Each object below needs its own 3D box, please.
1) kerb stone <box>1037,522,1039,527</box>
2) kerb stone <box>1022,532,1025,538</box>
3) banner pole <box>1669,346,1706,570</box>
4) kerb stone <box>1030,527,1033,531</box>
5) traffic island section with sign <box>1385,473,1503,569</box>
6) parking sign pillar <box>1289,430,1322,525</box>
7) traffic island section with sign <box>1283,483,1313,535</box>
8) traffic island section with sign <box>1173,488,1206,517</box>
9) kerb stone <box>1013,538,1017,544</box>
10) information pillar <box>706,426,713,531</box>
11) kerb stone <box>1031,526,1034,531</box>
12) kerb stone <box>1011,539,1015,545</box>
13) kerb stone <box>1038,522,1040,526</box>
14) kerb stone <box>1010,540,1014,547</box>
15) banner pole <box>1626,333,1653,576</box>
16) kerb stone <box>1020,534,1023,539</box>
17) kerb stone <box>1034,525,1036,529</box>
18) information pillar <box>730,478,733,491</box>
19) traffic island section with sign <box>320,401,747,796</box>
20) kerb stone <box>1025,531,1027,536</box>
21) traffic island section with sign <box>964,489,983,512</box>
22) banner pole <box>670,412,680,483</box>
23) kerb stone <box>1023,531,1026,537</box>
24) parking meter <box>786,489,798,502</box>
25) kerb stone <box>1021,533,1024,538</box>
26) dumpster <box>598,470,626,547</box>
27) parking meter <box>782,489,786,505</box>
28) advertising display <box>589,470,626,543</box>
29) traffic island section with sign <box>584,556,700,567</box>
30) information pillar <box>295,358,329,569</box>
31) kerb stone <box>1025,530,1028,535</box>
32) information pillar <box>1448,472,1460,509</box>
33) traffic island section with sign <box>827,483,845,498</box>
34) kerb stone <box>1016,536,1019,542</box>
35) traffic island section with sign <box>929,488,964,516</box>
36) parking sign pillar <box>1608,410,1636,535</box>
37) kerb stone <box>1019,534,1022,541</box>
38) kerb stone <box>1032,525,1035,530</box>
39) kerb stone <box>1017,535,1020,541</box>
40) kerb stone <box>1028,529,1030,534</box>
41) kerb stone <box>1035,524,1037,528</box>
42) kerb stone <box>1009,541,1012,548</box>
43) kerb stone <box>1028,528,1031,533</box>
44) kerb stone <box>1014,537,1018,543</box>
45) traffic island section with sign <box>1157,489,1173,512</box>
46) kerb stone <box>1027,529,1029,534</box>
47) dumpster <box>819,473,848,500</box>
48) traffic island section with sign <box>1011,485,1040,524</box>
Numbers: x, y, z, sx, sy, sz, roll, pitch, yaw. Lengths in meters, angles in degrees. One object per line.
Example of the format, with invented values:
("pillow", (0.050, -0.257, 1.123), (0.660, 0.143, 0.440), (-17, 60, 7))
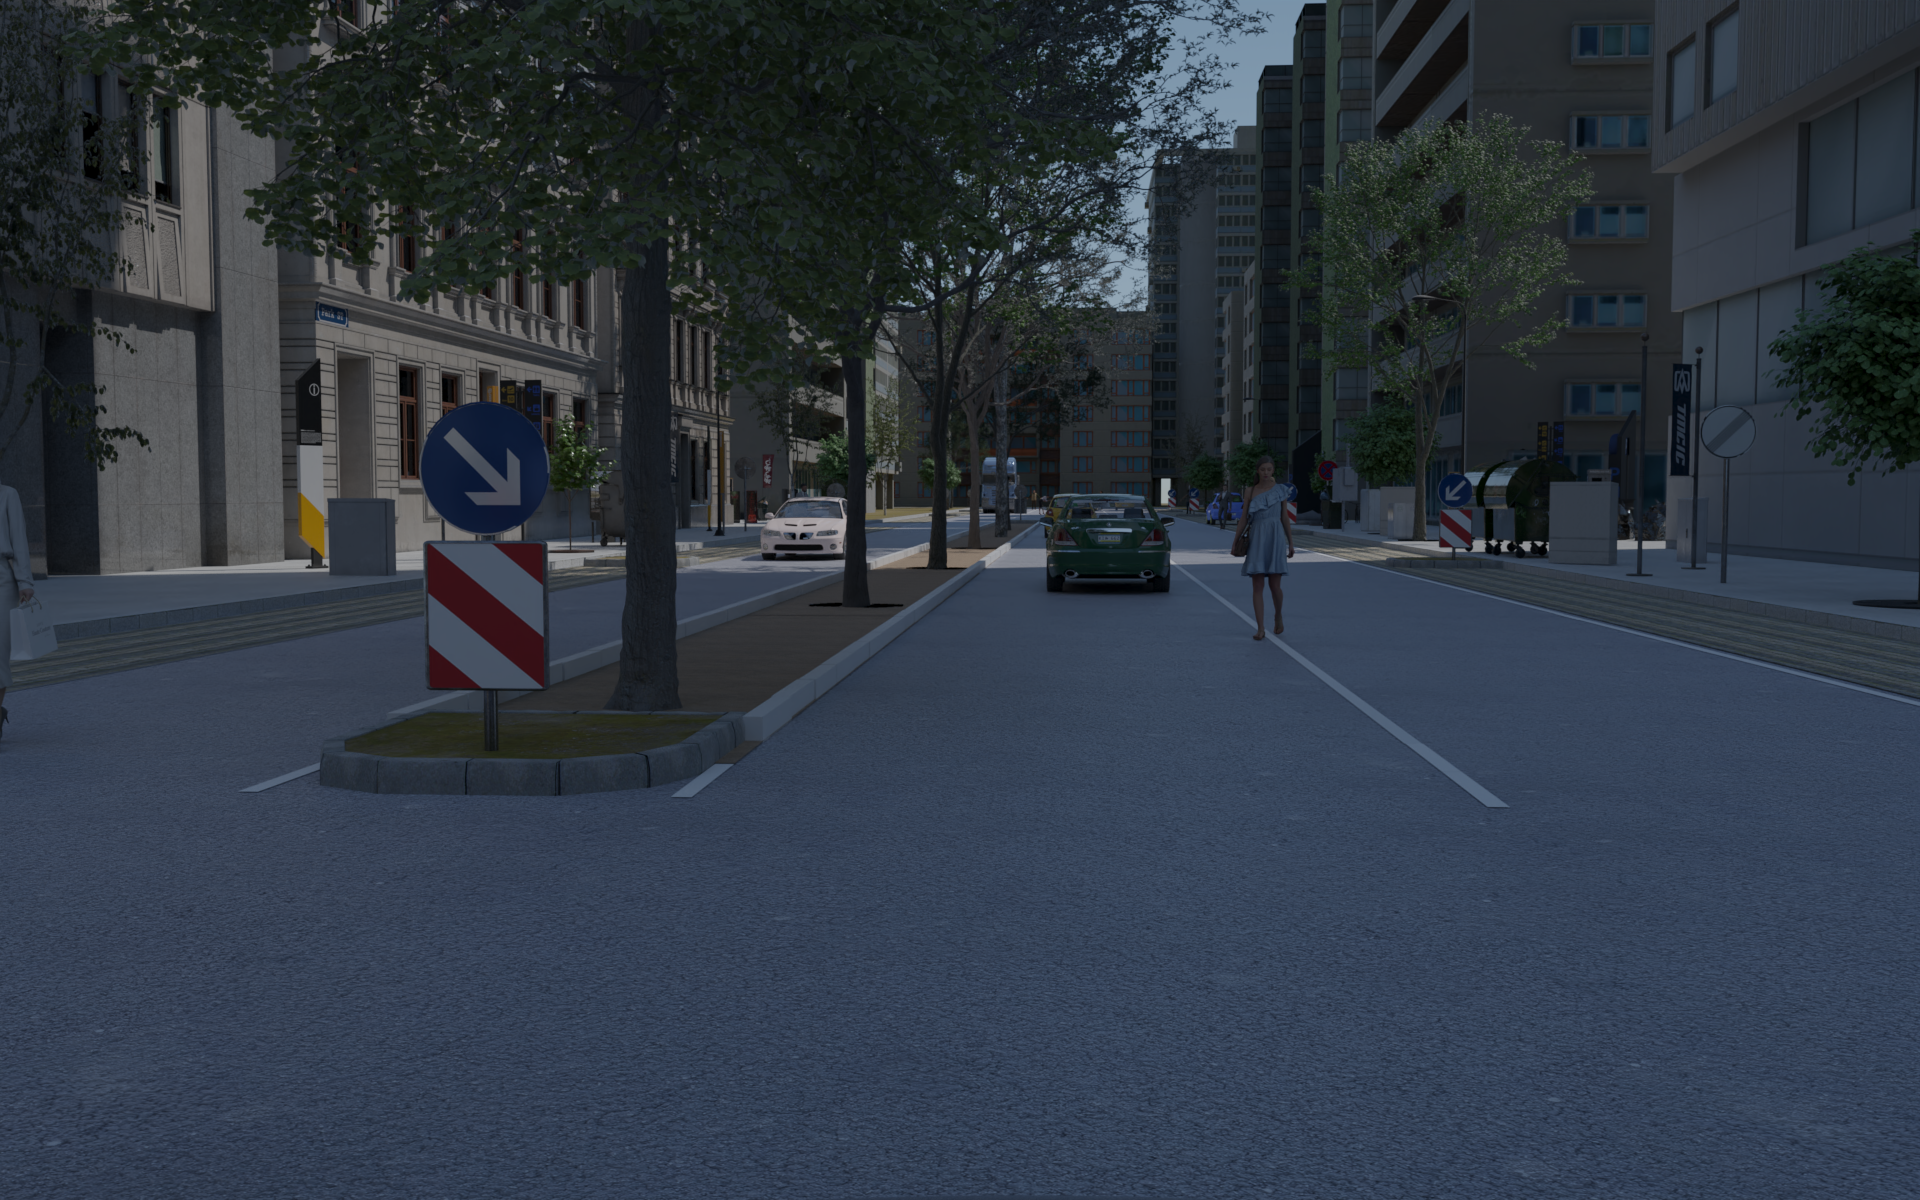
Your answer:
("kerb stone", (3.106, -3.040, 71.896), (0.120, 0.150, 1.000), (0, 4, 4))
("kerb stone", (1.902, -1.975, 54.489), (0.120, 0.150, 1.000), (0, 4, 4))
("banner pole", (12.329, -2.407, 29.375), (0.863, 3.779, 0.401), (-2, 4, -27))
("kerb stone", (2.477, -2.476, 62.695), (0.120, 0.150, 1.000), (0, 4, 4))
("traffic island section with sign", (9.457, -1.554, 34.037), (1.989, 1.847, 2.006), (0, 4, 4))
("parking sign pillar", (14.490, -5.155, 72.763), (1.447, 3.967, 1.447), (-1, 4, -14))
("traffic island section with sign", (11.322, -3.199, 60.928), (1.989, 1.847, 2.006), (0, 4, 4))
("traffic island section with sign", (14.773, -6.226, 110.429), (1.989, 1.847, 2.006), (0, 4, 4))
("kerb stone", (1.406, -1.526, 47.333), (0.120, 0.150, 1.000), (0, 4, 4))
("information pillar", (-8.647, -4.182, 59.733), (0.183, 3.616, 0.504), (0, 4, -3))
("kerb stone", (2.542, -2.539, 63.715), (0.120, 0.150, 1.000), (0, 4, 4))
("kerb stone", (1.327, -1.475, 46.305), (0.120, 0.150, 1.000), (0, 4, 4))
("kerb stone", (3.187, -3.102, 72.917), (0.120, 0.150, 1.000), (0, 4, 4))
("kerb stone", (1.256, -1.411, 45.269), (0.120, 0.150, 1.000), (0, 4, 4))
("banner pole", (10.734, -2.277, 27.246), (0.401, 3.779, 0.863), (1, 4, 22))
("kerb stone", (1.757, -1.850, 52.449), (0.120, 0.150, 1.000), (0, 4, 4))
("kerb stone", (2.755, -2.727, 66.781), (0.120, 0.150, 1.000), (0, 4, 4))
("information pillar", (-10.672, -4.625, 80.106), (0.304, 2.012, 0.304), (-1, 4, -16))
("traffic island section with sign", (-2.293, -0.064, 9.178), (2.006, 1.907, 1.989), (0, 4, 4))
("kerb stone", (2.043, -2.101, 56.540), (0.120, 0.150, 1.000), (0, 4, 4))
("traffic island section with sign", (0.960, -7.975, 139.019), (1.989, 1.847, 2.006), (0, 4, 4))
("banner pole", (-7.785, -3.457, 46.542), (0.401, 3.779, 0.863), (-3, 5, -43))
("kerb stone", (1.971, -2.038, 55.513), (0.120, 0.150, 1.000), (0, 4, 4))
("parking meter", (-7.569, -4.323, 79.098), (0.372, 1.533, 0.369), (0, 3, 0))
("kerb stone", (1.824, -1.913, 53.469), (0.120, 0.150, 1.000), (0, 4, 4))
("dumpster", (-8.154, -2.270, 42.870), (1.264, 1.857, 1.865), (0, 4, 4))
("parking meter", (-8.210, -4.483, 81.701), (0.372, 1.533, 0.369), (0, 3, 0))
("advertising display", (-9.302, -2.482, 45.788), (0.974, 1.923, 0.123), (0, 4, 3))
("traffic island section with sign", (-6.309, -1.596, 34.718), (1.989, 1.847, 2.006), (0, 4, 4))
("information pillar", (-11.129, -2.344, 29.687), (0.183, 3.616, 0.504), (2, 4, 30))
("kerb stone", (2.114, -2.163, 57.572), (0.120, 0.150, 1.000), (0, 4, 4))
("information pillar", (16.476, -3.262, 57.825), (0.304, 2.012, 0.304), (2, 4, 30))
("traffic island section with sign", (-4.427, -3.247, 61.719), (1.989, 1.847, 2.006), (0, 4, 4))
("kerb stone", (1.540, -1.663, 49.390), (0.120, 0.150, 1.000), (0, 4, 4))
("traffic island section with sign", (-0.957, -6.296, 111.562), (1.989, 1.847, 2.006), (0, 4, 4))
("parking sign pillar", (21.094, -4.082, 55.219), (1.447, 3.967, 1.447), (3, 5, 40))
("kerb stone", (1.682, -1.786, 51.429), (0.120, 0.150, 1.000), (0, 4, 4))
("kerb stone", (2.683, -2.664, 65.760), (0.120, 0.150, 1.000), (0, 4, 4))
("kerb stone", (1.609, -1.718, 50.410), (0.120, 0.150, 1.000), (0, 4, 4))
("kerb stone", (2.252, -2.287, 59.627), (0.120, 0.150, 1.000), (0, 4, 4))
("kerb stone", (2.899, -2.852, 68.831), (0.120, 0.150, 1.000), (0, 4, 4))
("kerb stone", (1.191, -1.349, 44.246), (0.120, 0.150, 1.000), (0, 4, 4))
("kerb stone", (2.329, -2.352, 60.647), (0.120, 0.150, 1.000), (0, 4, 4))
("kerb stone", (1.471, -1.601, 48.365), (0.120, 0.150, 1.000), (0, 4, 4))
("traffic island section with sign", (16.649, -7.871, 137.319), (1.989, 1.847, 2.006), (0, 4, 4))
("kerb stone", (2.184, -2.227, 58.601), (0.120, 0.150, 1.000), (0, 4, 4))
("dumpster", (-5.600, -4.670, 78.843), (1.502, 2.255, 1.985), (0, 4, 4))
("traffic island section with sign", (2.920, -4.648, 84.136), (2.006, 1.907, 1.989), (0, 4, 4))
